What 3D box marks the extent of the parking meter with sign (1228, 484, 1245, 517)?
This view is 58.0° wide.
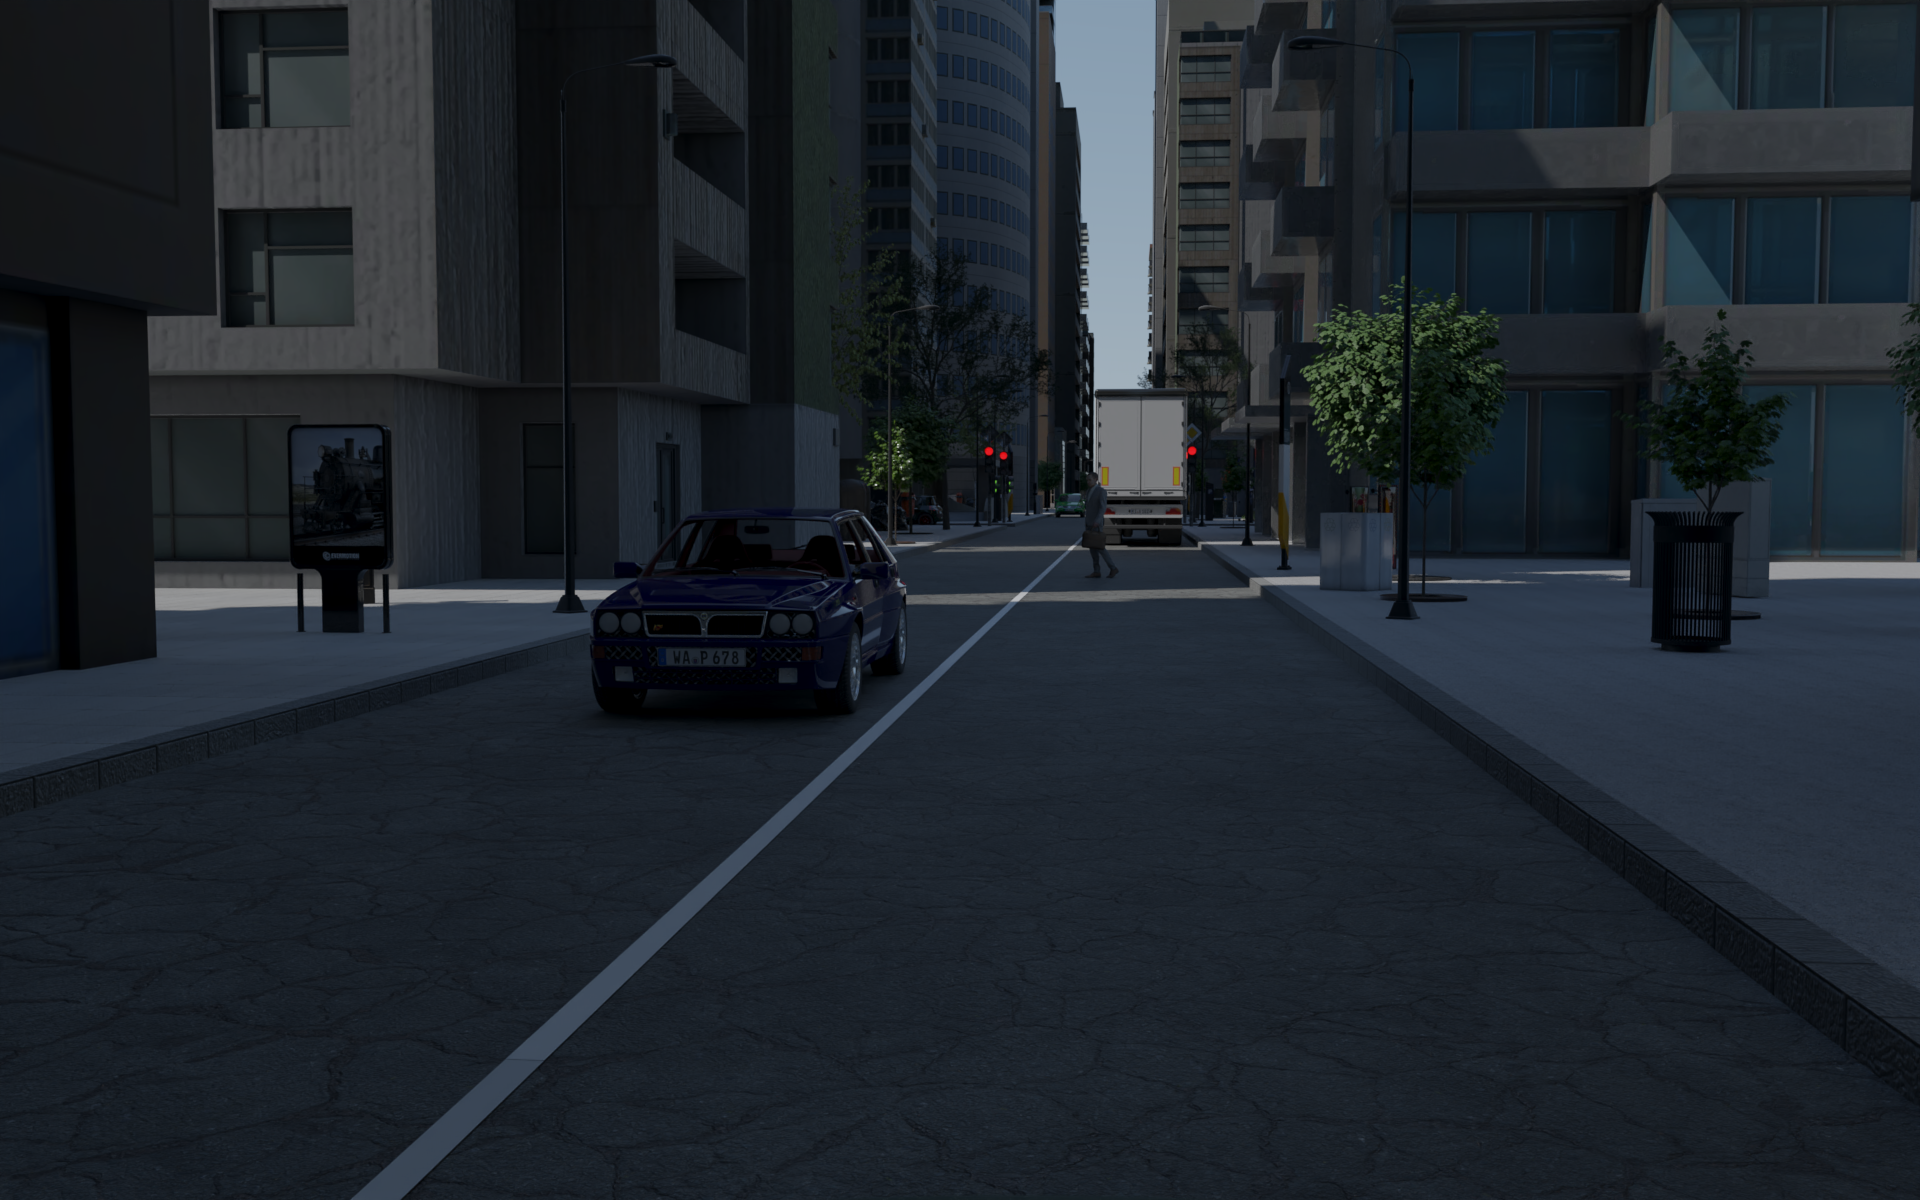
[{"bbox_3d":[15.676,-6.078,95.637,1.738,3.016,0.543,2,4,31],"label":"parking meter with sign"}]

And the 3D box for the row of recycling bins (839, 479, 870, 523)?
[{"bbox_3d":[-3.066,-2.544,48.706,1.069,1.692,3.534,0,3,0],"label":"row of recycling bins"}]

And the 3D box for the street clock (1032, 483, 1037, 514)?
[{"bbox_3d":[4.729,-6.405,109.288,0.358,2.002,0.471,0,4,4],"label":"street clock"}]

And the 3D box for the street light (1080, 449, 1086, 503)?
[{"bbox_3d":[11.917,-12.543,177.625,1.470,5.913,1.316,0,4,6],"label":"street light"}]

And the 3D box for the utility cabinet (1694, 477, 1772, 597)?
[{"bbox_3d":[9.734,-0.803,21.809,0.318,1.500,1.173,0,4,-7],"label":"utility cabinet"}]

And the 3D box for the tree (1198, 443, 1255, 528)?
[{"bbox_3d":[10.207,-4.295,64.828,1.663,3.219,1.824,0,3,0],"label":"tree"}]

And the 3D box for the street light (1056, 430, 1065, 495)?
[{"bbox_3d":[6.915,-9.417,126.503,1.470,5.913,1.316,0,4,6],"label":"street light"}]

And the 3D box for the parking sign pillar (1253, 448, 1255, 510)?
[{"bbox_3d":[17.680,-6.861,100.652,1.447,3.967,1.447,1,4,15],"label":"parking sign pillar"}]

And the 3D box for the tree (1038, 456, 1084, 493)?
[{"bbox_3d":[7.336,-9.944,146.295,4.285,4.588,4.351,0,3,0],"label":"tree"}]

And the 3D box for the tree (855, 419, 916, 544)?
[{"bbox_3d":[-1.617,-3.067,44.749,1.663,3.219,1.824,0,3,0],"label":"tree"}]

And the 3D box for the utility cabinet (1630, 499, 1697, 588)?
[{"bbox_3d":[9.766,-0.776,23.843,1.020,1.237,0.306,-1,4,-9],"label":"utility cabinet"}]

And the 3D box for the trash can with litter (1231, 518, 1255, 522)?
[{"bbox_3d":[13.732,-4.279,81.024,2.233,1.210,1.678,2,4,26],"label":"trash can with litter"}]

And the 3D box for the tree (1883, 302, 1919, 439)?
[{"bbox_3d":[13.692,-2.351,22.159,4.285,4.588,4.351,0,3,0],"label":"tree"}]

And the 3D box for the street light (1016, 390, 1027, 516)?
[{"bbox_3d":[2.091,-6.385,76.928,1.470,5.913,1.316,0,4,6],"label":"street light"}]

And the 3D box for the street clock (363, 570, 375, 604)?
[{"bbox_3d":[-6.948,-0.956,20.208,0.471,2.002,0.358,-1,4,-13],"label":"street clock"}]

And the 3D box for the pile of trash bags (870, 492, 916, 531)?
[{"bbox_3d":[-2.614,-3.139,61.082,1.912,1.369,3.447,2,4,31],"label":"pile of trash bags"}]

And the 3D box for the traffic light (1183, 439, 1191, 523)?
[{"bbox_3d":[9.899,-5.344,76.292,0.839,4.253,0.868,0,4,6],"label":"traffic light"}]

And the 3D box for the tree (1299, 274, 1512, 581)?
[{"bbox_3d":[6.739,-2.591,26.070,4.285,4.588,4.351,0,3,0],"label":"tree"}]

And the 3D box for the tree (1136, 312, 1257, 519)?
[{"bbox_3d":[12.322,-9.508,89.867,8.767,10.594,7.601,0,4,6],"label":"tree"}]

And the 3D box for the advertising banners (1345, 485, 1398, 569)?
[{"bbox_3d":[7.243,-2.031,29.390,2.074,3.025,0.090,-3,4,-38],"label":"advertising banners"}]

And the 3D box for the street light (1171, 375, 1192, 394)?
[{"bbox_3d":[8.919,-5.811,67.553,1.470,5.913,1.316,0,4,6],"label":"street light"}]

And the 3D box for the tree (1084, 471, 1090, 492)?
[{"bbox_3d":[15.487,-14.699,224.040,4.285,4.588,4.351,0,3,0],"label":"tree"}]

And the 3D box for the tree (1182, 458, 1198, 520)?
[{"bbox_3d":[11.704,-5.503,84.575,1.663,3.219,1.824,0,3,0],"label":"tree"}]

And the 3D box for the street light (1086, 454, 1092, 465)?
[{"bbox_3d":[14.374,-14.059,202.406,1.470,5.913,1.316,0,4,6],"label":"street light"}]

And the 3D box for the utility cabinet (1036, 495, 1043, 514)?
[{"bbox_3d":[5.115,-6.151,111.733,0.306,1.237,1.020,1,4,13],"label":"utility cabinet"}]

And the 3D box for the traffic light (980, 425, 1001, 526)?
[{"bbox_3d":[1.197,-4.904,69.101,0.839,4.253,0.868,0,4,6],"label":"traffic light"}]

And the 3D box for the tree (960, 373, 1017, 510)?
[{"bbox_3d":[1.094,-9.383,103.768,4.737,8.622,4.395,0,3,0],"label":"tree"}]

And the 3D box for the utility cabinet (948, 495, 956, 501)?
[{"bbox_3d":[-0.729,-6.184,112.269,1.020,1.237,0.306,-1,4,-12],"label":"utility cabinet"}]

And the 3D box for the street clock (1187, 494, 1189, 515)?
[{"bbox_3d":[13.831,-6.122,104.662,0.471,2.002,0.358,2,4,34],"label":"street clock"}]

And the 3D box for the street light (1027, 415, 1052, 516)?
[{"bbox_3d":[4.488,-7.885,101.466,1.470,5.913,1.316,0,4,6],"label":"street light"}]

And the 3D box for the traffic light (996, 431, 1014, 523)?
[{"bbox_3d":[1.974,-5.390,77.048,0.839,4.253,0.868,0,4,6],"label":"traffic light"}]

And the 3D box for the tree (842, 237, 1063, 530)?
[{"bbox_3d":[-0.407,-7.811,62.129,8.767,10.594,7.601,1,4,9],"label":"tree"}]

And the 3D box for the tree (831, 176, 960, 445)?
[{"bbox_3d":[-3.223,-5.413,38.869,4.737,8.622,4.395,0,3,0],"label":"tree"}]

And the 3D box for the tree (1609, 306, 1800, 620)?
[{"bbox_3d":[7.830,-1.423,17.876,1.663,3.219,1.824,0,3,0],"label":"tree"}]

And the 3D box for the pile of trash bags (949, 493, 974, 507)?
[{"bbox_3d":[-0.064,-6.083,109.207,1.912,1.369,3.447,0,4,-2],"label":"pile of trash bags"}]

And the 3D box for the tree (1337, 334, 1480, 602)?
[{"bbox_3d":[5.688,-1.617,21.046,1.663,3.219,1.824,0,3,0],"label":"tree"}]

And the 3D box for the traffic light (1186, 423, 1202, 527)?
[{"bbox_3d":[9.122,-4.858,68.345,0.839,4.253,0.868,0,4,6],"label":"traffic light"}]

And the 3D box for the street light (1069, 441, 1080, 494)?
[{"bbox_3d":[9.616,-11.044,153.115,1.470,5.913,1.316,0,4,6],"label":"street light"}]

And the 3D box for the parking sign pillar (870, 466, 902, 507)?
[{"bbox_3d":[-2.869,-4.880,68.264,1.447,3.967,1.447,0,4,8],"label":"parking sign pillar"}]

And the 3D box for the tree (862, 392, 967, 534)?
[{"bbox_3d":[-1.494,-4.396,55.583,4.285,4.588,4.351,0,3,0],"label":"tree"}]
